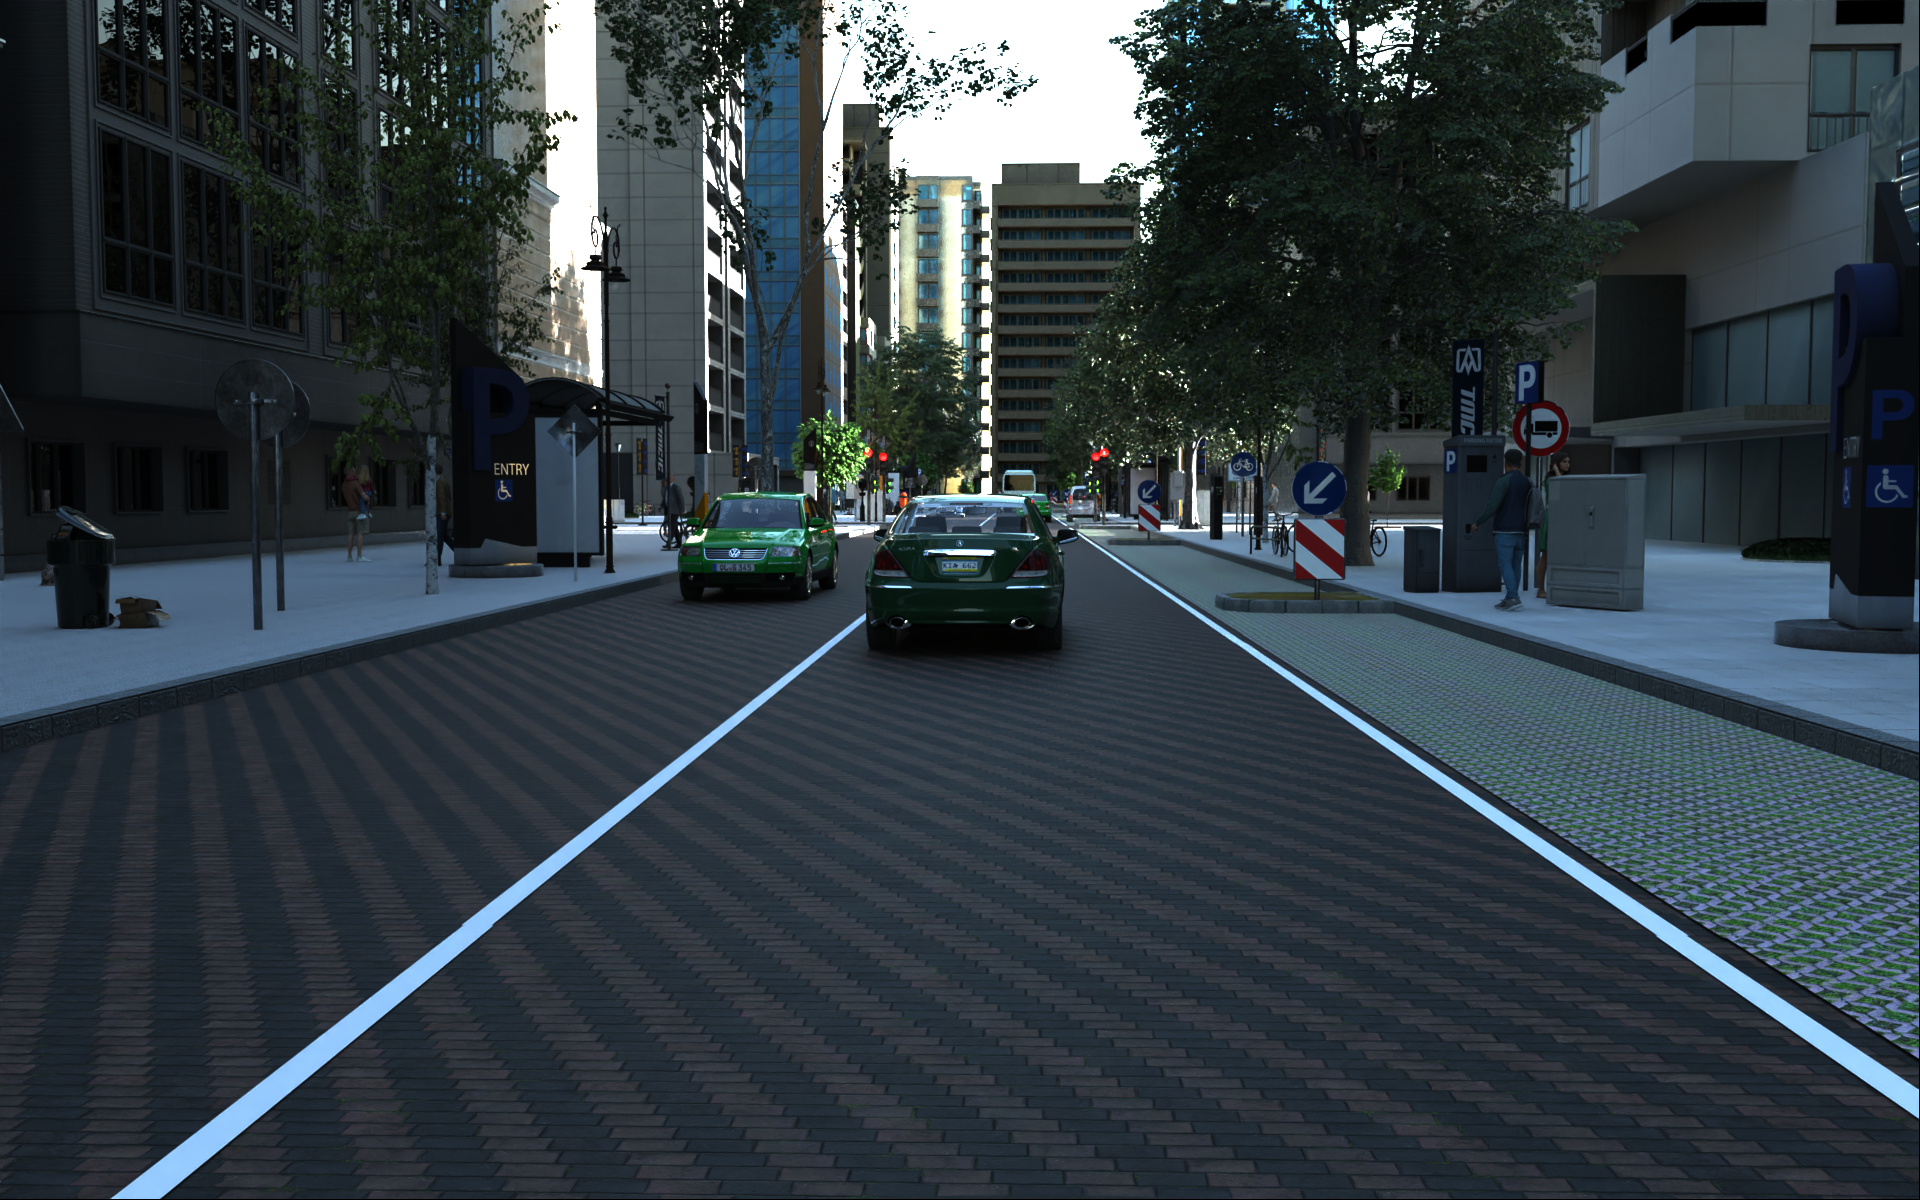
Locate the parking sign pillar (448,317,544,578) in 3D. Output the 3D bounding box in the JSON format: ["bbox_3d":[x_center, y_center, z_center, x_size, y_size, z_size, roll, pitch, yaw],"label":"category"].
[{"bbox_3d":[-7.258,-2.357,27.004,1.447,3.967,1.447,3,4,36],"label":"parking sign pillar"}]

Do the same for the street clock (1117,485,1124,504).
[{"bbox_3d":[11.335,-7.178,121.927,0.471,2.002,0.358,3,4,36],"label":"street clock"}]

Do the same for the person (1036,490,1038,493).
[{"bbox_3d":[7.334,-9.665,166.531,0.705,1.824,1.348,0,4,-6],"label":"person"}]

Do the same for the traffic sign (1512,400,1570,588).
[{"bbox_3d":[7.883,-1.436,23.589,0.768,2.556,0.104,0,4,6],"label":"traffic sign"}]

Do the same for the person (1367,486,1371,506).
[{"bbox_3d":[18.753,-4.532,80.810,0.598,1.740,0.731,3,5,43],"label":"person"}]

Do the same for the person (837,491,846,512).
[{"bbox_3d":[-8.266,-7.030,121.076,0.635,1.810,0.391,-2,4,-26],"label":"person"}]

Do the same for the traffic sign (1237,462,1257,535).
[{"bbox_3d":[9.121,-3.200,54.443,0.606,2.300,0.079,0,4,4],"label":"traffic sign"}]

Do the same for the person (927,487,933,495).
[{"bbox_3d":[-2.227,-7.766,133.216,0.606,1.804,0.583,3,4,37],"label":"person"}]

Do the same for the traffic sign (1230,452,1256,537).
[{"bbox_3d":[8.528,-3.186,52.195,0.768,2.556,0.104,1,4,8],"label":"traffic sign"}]

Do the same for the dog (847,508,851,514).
[{"bbox_3d":[-6.955,-5.633,109.836,0.550,0.427,0.748,2,4,31],"label":"dog"}]

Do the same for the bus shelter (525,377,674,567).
[{"bbox_3d":[-6.948,-2.378,32.806,2.014,3.302,5.546,0,4,2],"label":"bus shelter"}]

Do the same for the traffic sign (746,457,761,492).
[{"bbox_3d":[-7.023,-3.646,59.719,0.768,2.556,0.104,0,4,7],"label":"traffic sign"}]

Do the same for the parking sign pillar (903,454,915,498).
[{"bbox_3d":[-3.433,-7.835,116.580,1.447,3.967,1.447,1,4,17],"label":"parking sign pillar"}]

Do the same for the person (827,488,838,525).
[{"bbox_3d":[-5.170,-3.900,70.146,0.444,1.785,0.601,3,5,45],"label":"person"}]

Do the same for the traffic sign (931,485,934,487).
[{"bbox_3d":[-2.357,-8.317,136.095,0.768,2.556,0.104,1,4,8],"label":"traffic sign"}]

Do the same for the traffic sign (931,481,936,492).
[{"bbox_3d":[-2.199,-8.314,138.069,0.606,2.300,0.079,0,4,5],"label":"traffic sign"}]

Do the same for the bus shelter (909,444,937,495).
[{"bbox_3d":[-2.971,-10.095,142.688,2.179,5.291,8.768,0,4,2],"label":"bus shelter"}]

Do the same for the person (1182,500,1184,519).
[{"bbox_3d":[10.614,-4.696,82.848,0.660,1.820,0.620,-1,4,-17],"label":"person"}]

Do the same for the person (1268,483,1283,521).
[{"bbox_3d":[14.785,-4.602,81.407,0.853,1.813,0.709,2,4,23],"label":"person"}]

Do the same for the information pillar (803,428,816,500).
[{"bbox_3d":[-5.318,-4.293,61.550,0.504,3.616,0.183,2,4,23],"label":"information pillar"}]

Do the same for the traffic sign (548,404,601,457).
[{"bbox_3d":[-5.676,-1.574,25.463,0.795,2.593,0.064,0,4,2],"label":"traffic sign"}]

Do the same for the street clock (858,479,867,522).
[{"bbox_3d":[-4.554,-4.663,80.818,0.358,2.002,0.471,-2,4,-27],"label":"street clock"}]

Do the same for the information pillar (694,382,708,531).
[{"bbox_3d":[-5.382,-2.729,35.966,0.183,3.616,0.504,-2,4,-35],"label":"information pillar"}]

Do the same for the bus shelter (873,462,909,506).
[{"bbox_3d":[-4.461,-7.210,111.814,2.014,3.302,5.546,0,4,2],"label":"bus shelter"}]

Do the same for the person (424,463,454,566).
[{"bbox_3d":[-9.247,-1.534,31.032,0.836,1.842,0.656,-3,5,-40],"label":"person"}]

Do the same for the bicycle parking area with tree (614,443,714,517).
[{"bbox_3d":[-16.898,-6.755,97.450,8.231,4.147,9.016,2,4,26],"label":"bicycle parking area with tree"}]

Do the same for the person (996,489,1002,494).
[{"bbox_3d":[2.856,-7.311,128.134,0.679,1.850,0.850,3,5,45],"label":"person"}]

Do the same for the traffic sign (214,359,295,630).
[{"bbox_3d":[-6.644,-0.992,16.323,0.768,2.556,0.104,0,4,2],"label":"traffic sign"}]

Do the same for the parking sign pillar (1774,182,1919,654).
[{"bbox_3d":[7.660,-1.591,14.489,1.447,3.967,1.447,1,4,17],"label":"parking sign pillar"}]

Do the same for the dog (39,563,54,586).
[{"bbox_3d":[-12.734,-0.615,24.435,0.800,0.831,0.513,1,4,22],"label":"dog"}]

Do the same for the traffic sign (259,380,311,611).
[{"bbox_3d":[-7.471,-1.154,18.980,0.768,2.556,0.104,1,4,10],"label":"traffic sign"}]

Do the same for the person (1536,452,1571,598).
[{"bbox_3d":[7.351,-0.916,21.270,0.600,1.795,0.529,-3,4,-38],"label":"person"}]

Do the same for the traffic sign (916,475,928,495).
[{"bbox_3d":[-2.485,-6.895,112.839,0.768,2.556,0.104,0,4,7],"label":"traffic sign"}]

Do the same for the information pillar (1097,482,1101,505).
[{"bbox_3d":[9.473,-7.800,118.882,0.504,3.616,0.183,3,5,40],"label":"information pillar"}]

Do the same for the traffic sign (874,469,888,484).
[{"bbox_3d":[-4.054,-5.420,88.720,0.768,2.556,0.104,0,4,8],"label":"traffic sign"}]

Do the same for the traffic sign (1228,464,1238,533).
[{"bbox_3d":[9.118,-3.358,57.030,0.606,2.300,0.079,0,4,7],"label":"traffic sign"}]

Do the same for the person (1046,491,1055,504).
[{"bbox_3d":[8.119,-9.093,157.858,1.217,1.739,0.721,0,4,2],"label":"person"}]

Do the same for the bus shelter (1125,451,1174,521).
[{"bbox_3d":[9.234,-5.568,84.959,2.014,3.302,5.546,0,4,2],"label":"bus shelter"}]

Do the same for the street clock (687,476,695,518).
[{"bbox_3d":[-10.735,-3.991,69.820,0.471,2.002,0.358,1,4,13],"label":"street clock"}]

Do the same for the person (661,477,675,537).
[{"bbox_3d":[-8.615,-2.758,51.416,0.573,1.790,0.520,-2,4,-27],"label":"person"}]

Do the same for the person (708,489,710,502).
[{"bbox_3d":[-12.150,-4.696,82.632,0.655,1.846,0.447,-2,4,-26],"label":"person"}]

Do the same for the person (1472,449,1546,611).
[{"bbox_3d":[6.098,-0.780,19.145,0.623,1.781,0.721,-3,4,-36],"label":"person"}]

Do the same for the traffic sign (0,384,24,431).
[{"bbox_3d":[-8.348,-0.900,14.719,0.884,2.594,0.081,1,4,12],"label":"traffic sign"}]

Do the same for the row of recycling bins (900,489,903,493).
[{"bbox_3d":[-4.449,-7.492,129.599,1.069,1.692,3.534,0,4,0],"label":"row of recycling bins"}]

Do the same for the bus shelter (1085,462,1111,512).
[{"bbox_3d":[10.307,-8.408,128.747,1.731,3.624,6.357,0,4,2],"label":"bus shelter"}]

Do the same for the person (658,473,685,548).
[{"bbox_3d":[-6.796,-2.089,40.598,0.661,1.777,0.834,2,4,31],"label":"person"}]

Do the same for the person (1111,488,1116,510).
[{"bbox_3d":[12.112,-8.039,137.831,0.721,1.781,0.623,2,4,35],"label":"person"}]

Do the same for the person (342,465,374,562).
[{"bbox_3d":[-11.350,-1.631,32.681,0.580,1.828,0.573,-1,4,-19],"label":"person"}]
